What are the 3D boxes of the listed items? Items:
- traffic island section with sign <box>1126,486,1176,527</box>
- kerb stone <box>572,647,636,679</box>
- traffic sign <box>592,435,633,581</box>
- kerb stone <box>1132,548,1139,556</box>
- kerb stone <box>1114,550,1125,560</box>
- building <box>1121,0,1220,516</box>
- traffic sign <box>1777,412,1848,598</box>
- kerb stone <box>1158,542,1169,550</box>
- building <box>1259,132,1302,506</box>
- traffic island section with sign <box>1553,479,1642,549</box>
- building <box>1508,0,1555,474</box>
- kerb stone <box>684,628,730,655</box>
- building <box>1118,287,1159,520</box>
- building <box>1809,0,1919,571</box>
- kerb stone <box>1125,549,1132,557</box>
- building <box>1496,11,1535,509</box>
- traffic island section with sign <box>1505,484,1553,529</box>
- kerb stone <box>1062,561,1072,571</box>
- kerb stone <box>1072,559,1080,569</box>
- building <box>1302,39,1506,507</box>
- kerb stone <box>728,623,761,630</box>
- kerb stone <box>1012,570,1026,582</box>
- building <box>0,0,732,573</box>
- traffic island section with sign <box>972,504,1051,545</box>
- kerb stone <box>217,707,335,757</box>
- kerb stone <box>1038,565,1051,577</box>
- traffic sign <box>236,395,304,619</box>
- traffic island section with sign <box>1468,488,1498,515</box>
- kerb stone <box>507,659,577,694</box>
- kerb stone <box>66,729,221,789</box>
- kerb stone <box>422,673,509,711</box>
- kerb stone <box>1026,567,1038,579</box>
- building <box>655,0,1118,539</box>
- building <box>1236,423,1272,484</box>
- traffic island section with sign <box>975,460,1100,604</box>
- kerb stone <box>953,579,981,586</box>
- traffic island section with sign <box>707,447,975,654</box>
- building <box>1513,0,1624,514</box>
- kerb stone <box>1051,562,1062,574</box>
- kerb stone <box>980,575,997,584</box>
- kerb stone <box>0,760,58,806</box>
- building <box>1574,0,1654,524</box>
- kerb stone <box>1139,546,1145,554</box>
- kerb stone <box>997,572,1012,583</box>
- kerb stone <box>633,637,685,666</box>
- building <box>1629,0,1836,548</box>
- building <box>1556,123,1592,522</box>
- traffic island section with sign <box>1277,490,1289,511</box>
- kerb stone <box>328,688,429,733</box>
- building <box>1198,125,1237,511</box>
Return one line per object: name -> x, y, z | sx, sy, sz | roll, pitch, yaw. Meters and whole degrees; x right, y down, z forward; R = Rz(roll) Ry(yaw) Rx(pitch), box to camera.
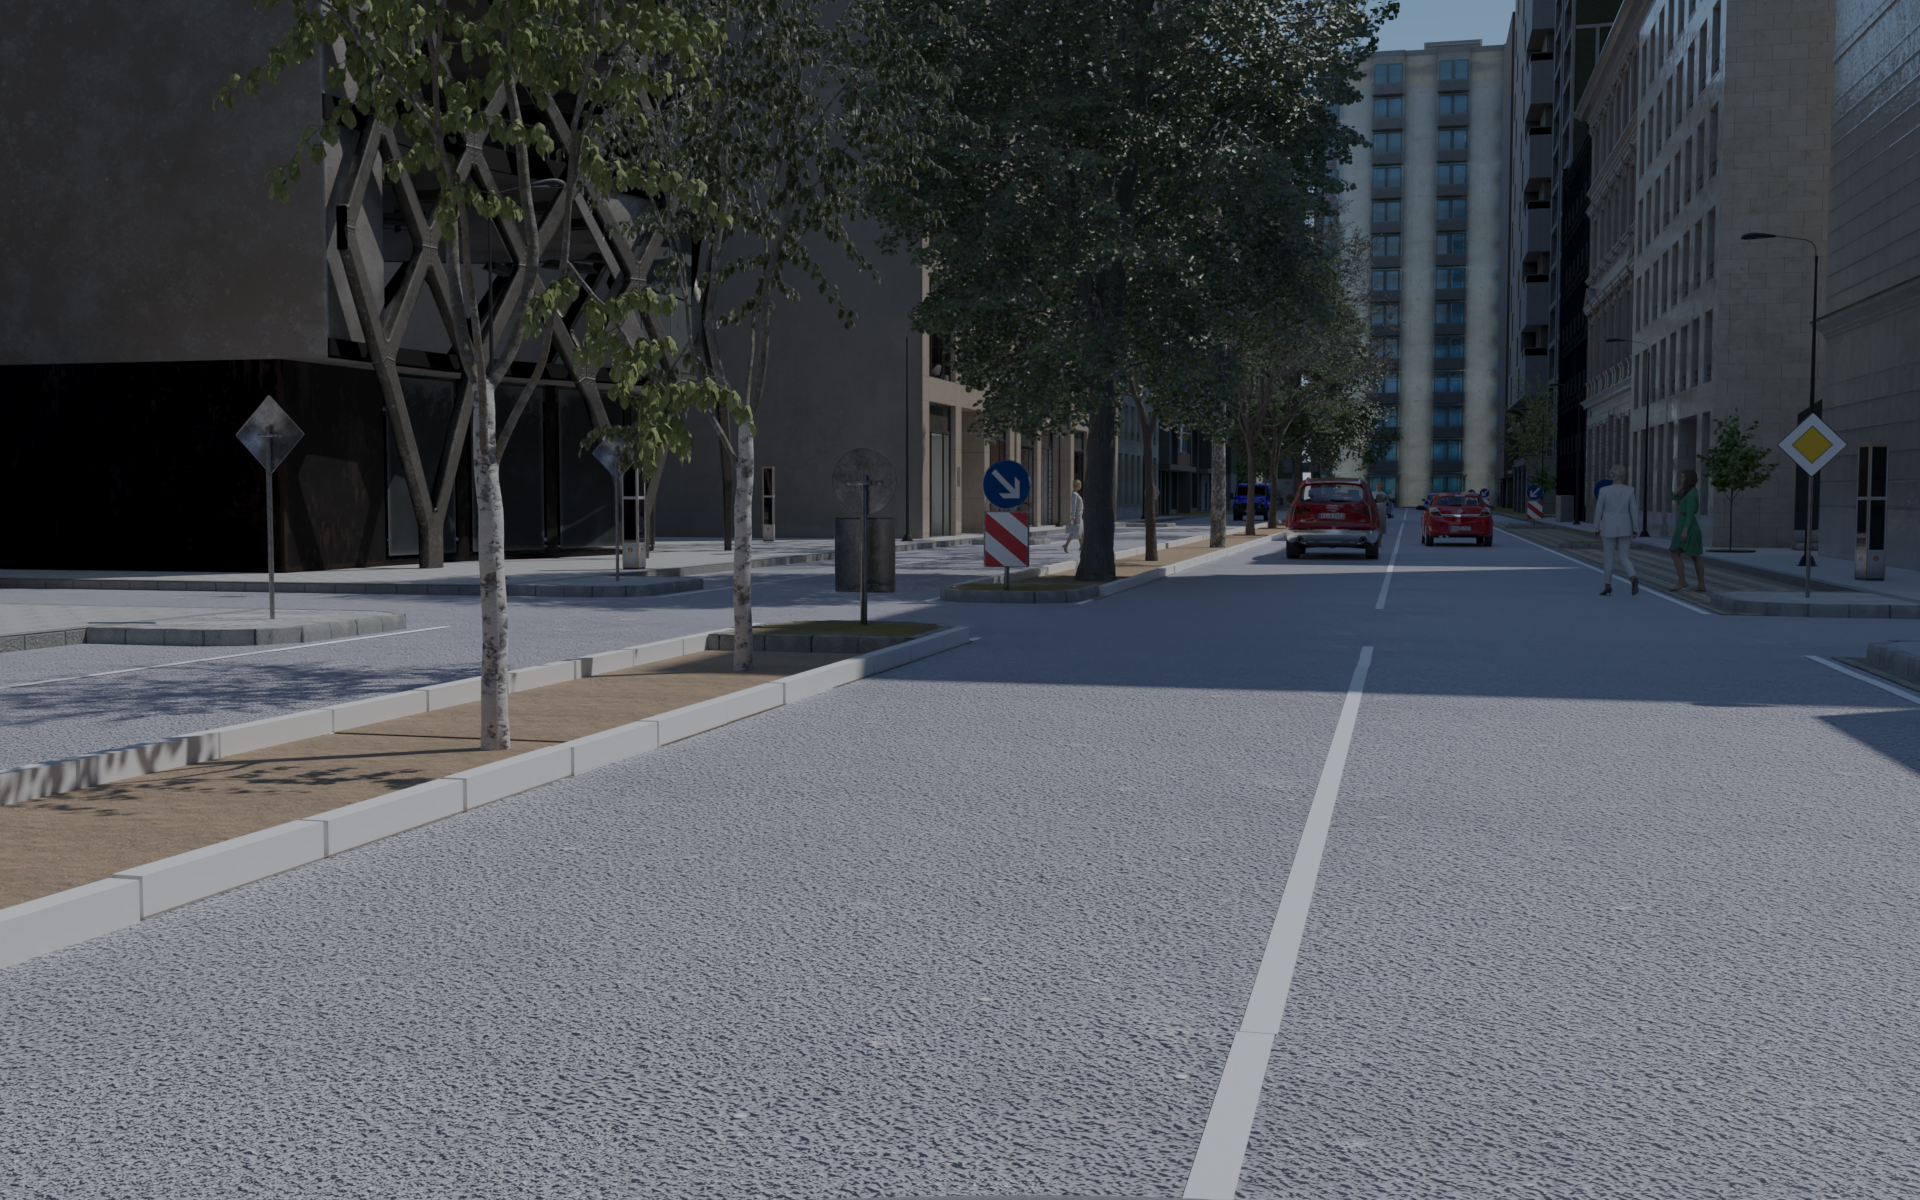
traffic island section with sign -> 8.383, -4.105, 75.744 | 1.989, 1.847, 2.006 | 1, 4, 15
kerb stone -> -2.883, 0.512, 13.821 | 0.120, 0.150, 1.000 | 1, 4, 15
traffic sign -> -5.035, -1.332, 25.427 | 0.795, 2.450, 0.064 | 1, 4, 15
kerb stone -> 3.957, -1.096, 40.111 | 0.120, 0.150, 1.000 | 1, 4, 15
kerb stone -> 3.444, -0.972, 38.126 | 0.120, 0.150, 1.000 | 1, 4, 15
building -> 5.321, -28.139, 114.695 | 22.147, 44.769, 28.867 | 1, 4, 15
traffic sign -> 10.488, -1.085, 21.376 | 0.795, 2.450, 0.064 | 1, 4, 15
kerb stone -> 5.253, -1.400, 45.083 | 0.120, 0.150, 1.000 | 1, 4, 15
building -> 29.725, -30.825, 187.586 | 14.086, 41.232, 14.154 | 1, 4, 15
traffic island section with sign -> 16.848, -2.266, 45.672 | 1.989, 1.847, 2.006 | 1, 4, 15
building -> 57.805, -33.389, 135.147 | 28.713, 52.752, 27.495 | 1, 4, 15
kerb stone -> -2.371, 0.391, 15.803 | 0.120, 0.150, 1.000 | 1, 4, 15
building -> 4.183, -14.483, 91.547 | 10.420, 20.320, 16.860 | 1, 4, 15
building -> 36.572, -15.024, 22.051 | 44.131, 29.872, 17.030 | 1, 4, 15
kerb stone -> 3.700, -1.031, 39.116 | 0.120, 0.150, 1.000 | 1, 4, 15
building -> 56.672, -31.031, 157.473 | 14.600, 45.320, 14.200 | 1, 4, 15
traffic island section with sign -> 23.644, -3.861, 71.760 | 1.989, 1.847, 2.006 | 1, 4, 15
kerb stone -> 1.889, -0.611, 32.177 | 0.120, 0.150, 1.000 | 1, 4, 15
kerb stone -> 2.146, -0.671, 33.167 | 0.120, 0.150, 1.000 | 1, 4, 15
building -> 52.364, -34.637, 185.920 | 30.456, 49.044, 23.786 | 1, 4, 15
kerb stone -> -2.116, 0.333, 16.793 | 0.120, 0.150, 1.000 | 1, 4, 15
kerb stone -> 0.861, -0.367, 28.204 | 0.120, 0.150, 1.000 | 1, 4, 15
building -> -13.819, -10.360, 36.832 | 16.820, 18.784, 16.811 | 1, 4, 15
traffic island section with sign -> 1.530, -2.497, 49.451 | 1.989, 1.847, 2.006 | 1, 4, 15
kerb stone -> -3.926, 0.759, 9.851 | 0.120, 0.150, 1.000 | 1, 4, 15
kerb stone -> 1.379, -0.489, 30.192 | 0.120, 0.150, 1.000 | 1, 4, 15
traffic sign -> -7.049, -0.860, 17.699 | 0.795, 2.450, 0.064 | 1, 4, 15
traffic island section with sign -> 36.269, -6.827, 120.242 | 1.989, 1.847, 2.006 | 1, 4, 15
kerb stone -> -3.148, 0.575, 12.831 | 0.120, 0.150, 1.000 | 1, 4, 15
kerb stone -> -4.179, 0.816, 8.861 | 0.120, 0.150, 1.000 | 1, 4, 15
kerb stone -> -3.409, 0.633, 11.843 | 0.120, 0.150, 1.000 | 1, 4, 15
kerb stone -> 1.116, -0.427, 29.194 | 0.120, 0.150, 1.000 | 1, 4, 15
building -> -6.075, -16.086, 67.522 | 19.350, 26.468, 34.151 | 1, 4, 15
building -> 13.878, -19.501, 163.880 | 28.899, 21.520, 27.650 | 1, 4, 15
traffic island section with sign -> 0.779, -0.947, 23.625 | 2.006, 1.907, 1.989 | 1, 4, 15
kerb stone -> 0.083, -0.180, 25.233 | 0.120, 0.150, 1.000 | 1, 4, 15
traffic island section with sign -> -1.098, -0.509, 16.459 | 2.006, 1.907, 1.989 | 1, 4, 15
building -> 47.677, -41.198, 111.837 | 20.563, 71.187, 20.611 | 1, 4, 15
kerb stone -> 1.640, -0.547, 31.180 | 0.120, 0.150, 1.000 | 1, 4, 15
kerb stone -> 0.341, -0.245, 26.223 | 0.120, 0.150, 1.000 | 1, 4, 15
kerb stone -> -4.439, 0.876, 7.870 | 0.120, 0.150, 1.000 | 1, 4, 15
building -> 30.313, -14.057, 65.981 | 11.583, 22.565, 21.152 | 1, 4, 15
kerb stone -> 4.228, -1.156, 41.097 | 0.120, 0.150, 1.000 | 1, 4, 15
kerb stone -> 0.600, -0.307, 27.216 | 0.120, 0.150, 1.000 | 1, 4, 15
kerb stone -> -2.630, 0.452, 14.812 | 0.120, 0.150, 1.000 | 1, 4, 15
building -> 25.200, -11.806, 47.776 | 10.420, 20.320, 16.860 | 1, 4, 15
building -> 36.097, -15.528, 83.564 | 12.332, 23.373, 15.834 | 1, 4, 15
traffic island section with sign -> 27.840, -8.672, 150.411 | 1.989, 1.847, 2.006 | 1, 4, 15
kerb stone -> -3.673, 0.699, 10.855 | 0.120, 0.150, 1.000 | 1, 4, 15
building -> 13.979, -22.223, 135.044 | 14.160, 30.474, 14.107 | 1, 4, 15
